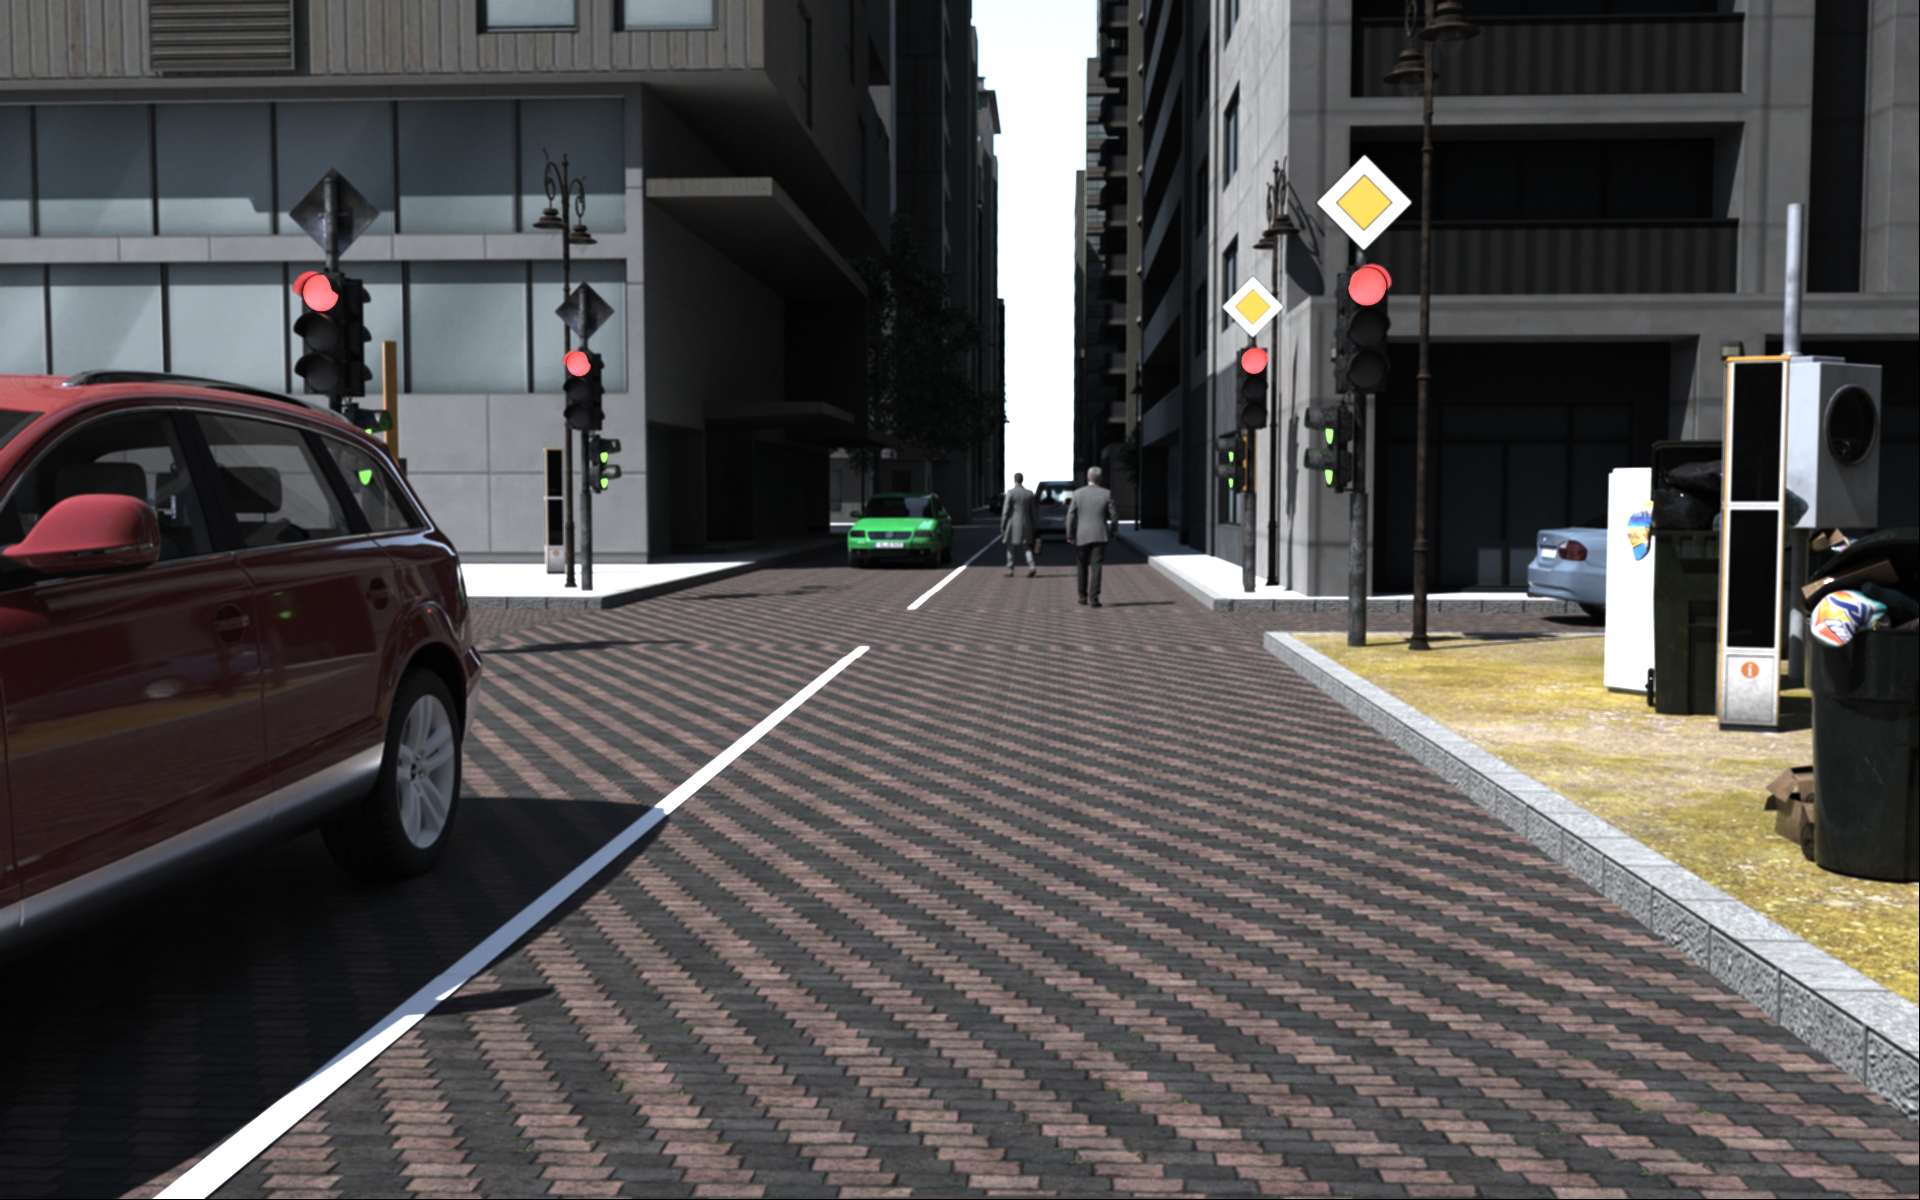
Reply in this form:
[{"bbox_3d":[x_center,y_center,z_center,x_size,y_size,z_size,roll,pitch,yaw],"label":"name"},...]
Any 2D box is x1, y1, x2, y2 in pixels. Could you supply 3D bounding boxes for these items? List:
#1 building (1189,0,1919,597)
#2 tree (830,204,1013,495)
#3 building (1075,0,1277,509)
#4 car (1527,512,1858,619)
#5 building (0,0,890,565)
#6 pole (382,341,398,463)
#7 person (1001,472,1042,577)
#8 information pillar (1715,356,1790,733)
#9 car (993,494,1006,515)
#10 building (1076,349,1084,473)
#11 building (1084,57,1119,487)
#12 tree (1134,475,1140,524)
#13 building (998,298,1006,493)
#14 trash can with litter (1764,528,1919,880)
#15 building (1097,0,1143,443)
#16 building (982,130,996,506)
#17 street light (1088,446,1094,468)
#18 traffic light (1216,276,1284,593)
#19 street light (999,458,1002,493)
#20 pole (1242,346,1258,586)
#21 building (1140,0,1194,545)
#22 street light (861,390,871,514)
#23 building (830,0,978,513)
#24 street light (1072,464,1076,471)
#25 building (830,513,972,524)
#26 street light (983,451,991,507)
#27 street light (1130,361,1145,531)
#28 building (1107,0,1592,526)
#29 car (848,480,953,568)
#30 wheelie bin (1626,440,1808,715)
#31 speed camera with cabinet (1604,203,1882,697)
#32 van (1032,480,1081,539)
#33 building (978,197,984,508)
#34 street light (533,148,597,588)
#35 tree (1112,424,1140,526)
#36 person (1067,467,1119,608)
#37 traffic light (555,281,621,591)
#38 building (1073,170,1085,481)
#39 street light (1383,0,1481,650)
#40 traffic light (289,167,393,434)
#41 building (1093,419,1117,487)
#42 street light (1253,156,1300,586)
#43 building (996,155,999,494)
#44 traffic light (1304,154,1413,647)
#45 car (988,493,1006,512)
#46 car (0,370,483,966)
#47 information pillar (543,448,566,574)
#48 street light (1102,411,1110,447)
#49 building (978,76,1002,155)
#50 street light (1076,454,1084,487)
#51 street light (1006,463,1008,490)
[{"bbox_3d":[15.156,-36.133,29.023,20.611,71.187,20.563,0,4,3],"label":"building"},{"bbox_3d":[-3.180,-9.211,67.607,9.611,12.733,9.660,0,3,0],"label":"tree"},{"bbox_3d":[23.422,-46.249,194.420,20.563,71.187,20.611,0,4,3],"label":"building"},{"bbox_3d":[8.670,-0.439,19.182,4.499,1.417,2.014,0,4,3],"label":"car"},{"bbox_3d":[-16.098,-27.734,42.685,28.713,52.752,27.495,0,4,3],"label":"building"},{"bbox_3d":[-7.620,-1.797,23.216,0.158,3.312,0.155,0,3,0],"label":"pole"},{"bbox_3d":[1.022,-1.299,29.847,0.694,1.812,0.767,-2,4,-26],"label":"person"},{"bbox_3d":[4.302,-0.301,9.413,0.304,2.012,0.304,1,4,20],"label":"information pillar"},{"bbox_3d":[3.403,-6.731,121.856,2.131,1.459,4.920,0,4,4],"label":"car"},{"bbox_3d":[28.791,-22.958,220.394,27.650,21.520,28.899,0,4,3],"label":"building"},{"bbox_3d":[18.925,-29.480,165.588,14.154,41.232,14.086,0,4,3],"label":"building"},{"bbox_3d":[8.167,-4.816,73.348,1.663,3.219,1.824,0,3,0],"label":"tree"},{"bbox_3d":[-0.762,-28.994,245.752,14.160,30.474,14.107,0,4,3],"label":"building"},{"bbox_3d":[3.130,0.323,6.108,0.624,1.170,1.055,0,4,5],"label":"trash can with litter"},{"bbox_3d":[20.225,-28.014,112.648,22.147,44.769,28.867,0,4,3],"label":"building"},{"bbox_3d":[-3.662,-30.922,189.174,14.154,41.232,14.086,0,4,3],"label":"building"},{"bbox_3d":[10.260,-9.970,135.789,0.468,5.910,1.993,0,4,3],"label":"street light"},{"bbox_3d":[3.756,-2.052,22.471,0.839,4.253,0.868,0,4,3],"label":"traffic light"},{"bbox_3d":[5.142,-15.096,219.610,0.468,5.910,1.993,0,4,3],"label":"street light"},{"bbox_3d":[4.009,-1.841,23.942,0.158,3.312,0.155,0,3,0],"label":"pole"},{"bbox_3d":[16.786,-26.206,52.176,21.300,48.544,21.600,0,4,3],"label":"building"},{"bbox_3d":[-3.363,-5.329,59.916,0.468,5.910,1.993,0,4,3],"label":"street light"},{"bbox_3d":[-5.754,-28.348,147.087,14.154,41.232,14.086,0,4,3],"label":"building"},{"bbox_3d":[14.750,-15.135,220.239,0.468,5.910,1.993,0,4,3],"label":"street light"},{"bbox_3d":[-6.749,-24.308,81.031,14.154,41.232,14.086,0,4,3],"label":"building"},{"bbox_3d":[2.594,-12.238,172.872,0.468,5.910,1.993,0,4,3],"label":"street light"},{"bbox_3d":[6.171,-5.355,60.340,0.468,5.910,1.993,0,4,3],"label":"street light"},{"bbox_3d":[17.655,-39.577,85.335,20.563,71.187,20.611,0,4,3],"label":"building"},{"bbox_3d":[-1.155,-1.597,34.905,1.959,1.807,4.718,0,4,5],"label":"car"},{"bbox_3d":[4.420,-0.137,10.153,0.980,1.594,0.693,1,4,22],"label":"wheelie bin"},{"bbox_3d":[5.197,-1.045,11.416,2.038,3.252,0.660,-2,4,-29],"label":"speed camera with cabinet"},{"bbox_3d":[3.016,-2.808,52.922,2.013,2.044,4.112,0,4,3],"label":"van"},{"bbox_3d":[-5.046,-23.879,162.122,14.160,30.474,14.107,0,4,3],"label":"building"},{"bbox_3d":[-5.355,-3.111,23.655,0.468,5.910,1.993,0,4,3],"label":"street light"},{"bbox_3d":[7.721,-5.216,69.003,4.285,4.588,4.351,0,3,0],"label":"tree"},{"bbox_3d":[1.694,-0.813,22.190,0.661,1.777,0.834,0,4,2],"label":"person"},{"bbox_3d":[-4.944,-2.079,22.918,0.839,4.253,0.868,0,4,3],"label":"traffic light"},{"bbox_3d":[26.823,-37.998,244.972,21.300,48.544,21.600,0,4,3],"label":"building"},{"bbox_3d":[3.790,-2.527,14.108,0.468,5.910,1.993,0,4,3],"label":"street light"},{"bbox_3d":[-5.370,-1.592,14.945,0.839,4.253,0.868,0,4,3],"label":"traffic light"},{"bbox_3d":[22.579,-50.692,141.478,22.319,86.520,31.000,0,4,3],"label":"building"},{"bbox_3d":[4.382,-3.142,24.152,0.468,5.910,1.993,0,4,3],"label":"street light"},{"bbox_3d":[-2.735,-31.788,203.321,14.154,41.232,14.086,0,4,3],"label":"building"},{"bbox_3d":[3.330,-1.564,14.497,0.839,4.253,0.868,0,4,3],"label":"traffic light"},{"bbox_3d":[3.304,-7.889,138.027,2.155,1.783,4.494,0,4,4],"label":"car"},{"bbox_3d":[-3.105,0.219,5.093,2.281,1.827,5.304,0,4,4],"label":"car"},{"bbox_3d":[-6.513,-1.427,27.820,0.304,2.012,0.304,-1,4,-19],"label":"information pillar"},{"bbox_3d":[8.387,-7.745,99.418,0.468,5.910,1.993,0,4,3],"label":"street light"},{"bbox_3d":[-9.333,-38.830,224.101,28.713,52.752,27.495,0,4,3],"label":"building"},{"bbox_3d":[12.826,-12.922,184.058,0.468,5.910,1.993,0,4,3],"label":"street light"},{"bbox_3d":[7.009,-17.330,256.126,0.468,5.910,1.993,0,4,3],"label":"street light"}]
